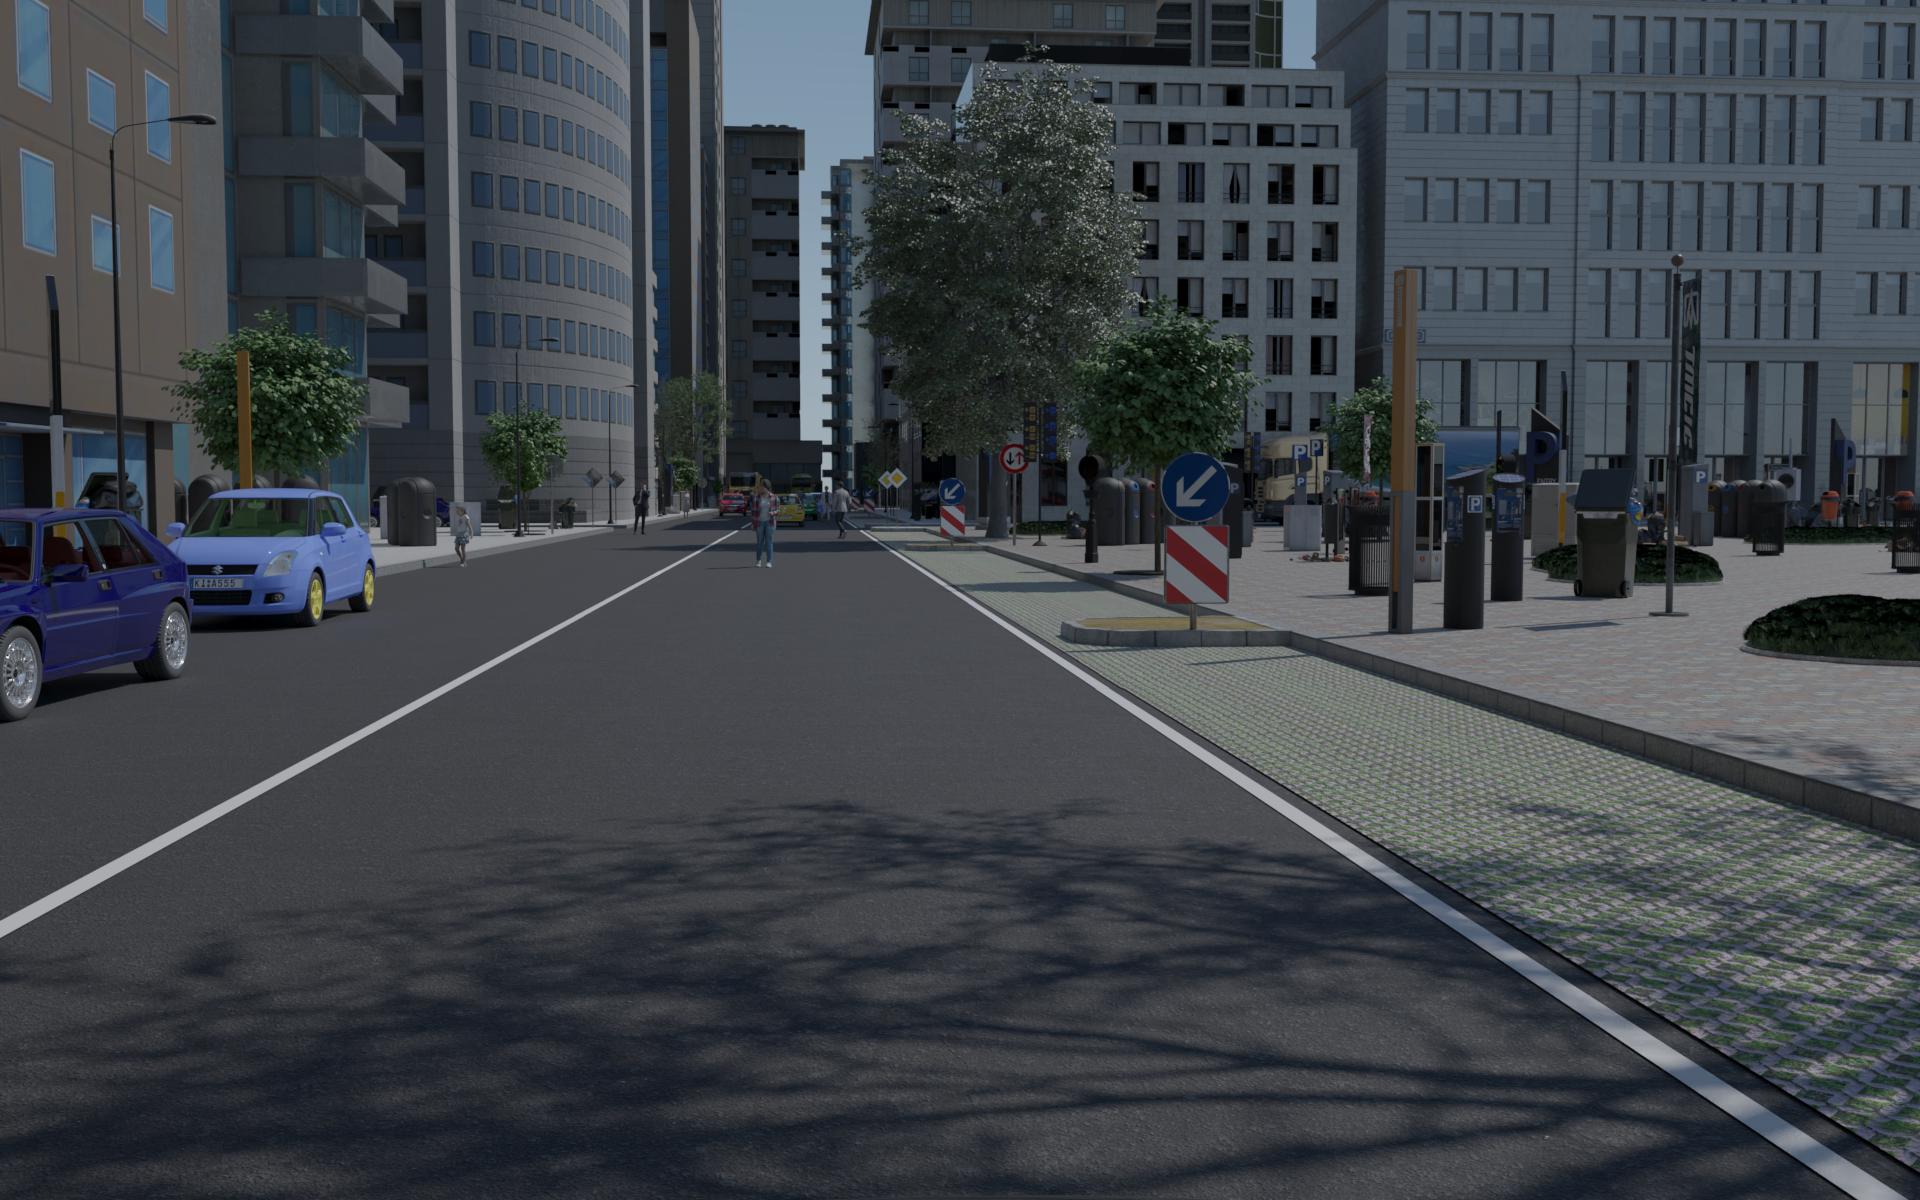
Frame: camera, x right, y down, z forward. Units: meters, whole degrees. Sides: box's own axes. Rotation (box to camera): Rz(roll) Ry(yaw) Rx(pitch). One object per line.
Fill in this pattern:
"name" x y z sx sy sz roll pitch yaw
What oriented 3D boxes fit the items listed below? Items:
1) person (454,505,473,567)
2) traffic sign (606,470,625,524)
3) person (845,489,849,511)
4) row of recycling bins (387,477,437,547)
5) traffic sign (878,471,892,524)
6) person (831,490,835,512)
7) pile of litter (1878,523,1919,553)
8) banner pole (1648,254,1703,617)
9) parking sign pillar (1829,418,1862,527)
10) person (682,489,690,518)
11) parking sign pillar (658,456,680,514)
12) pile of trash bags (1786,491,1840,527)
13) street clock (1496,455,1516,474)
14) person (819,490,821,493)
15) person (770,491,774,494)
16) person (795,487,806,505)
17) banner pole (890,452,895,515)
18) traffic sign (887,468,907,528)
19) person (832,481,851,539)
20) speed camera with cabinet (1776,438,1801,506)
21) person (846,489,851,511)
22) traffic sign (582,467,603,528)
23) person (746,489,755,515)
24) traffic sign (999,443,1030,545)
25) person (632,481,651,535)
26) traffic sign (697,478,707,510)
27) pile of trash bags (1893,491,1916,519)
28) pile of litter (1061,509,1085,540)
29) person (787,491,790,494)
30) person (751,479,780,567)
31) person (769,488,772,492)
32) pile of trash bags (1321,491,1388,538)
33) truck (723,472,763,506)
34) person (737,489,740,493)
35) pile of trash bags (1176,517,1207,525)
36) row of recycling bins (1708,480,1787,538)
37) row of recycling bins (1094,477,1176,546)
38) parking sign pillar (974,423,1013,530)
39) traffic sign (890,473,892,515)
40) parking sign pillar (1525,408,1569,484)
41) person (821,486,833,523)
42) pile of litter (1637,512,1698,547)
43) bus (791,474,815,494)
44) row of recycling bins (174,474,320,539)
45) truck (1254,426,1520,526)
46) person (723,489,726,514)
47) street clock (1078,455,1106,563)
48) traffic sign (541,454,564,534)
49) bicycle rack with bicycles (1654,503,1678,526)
"person" -9.730 -1.259 34.100 0.505 1.210 0.382 2 4 33
"traffic sign" -14.573 -4.262 73.319 0.795 2.450 0.064 0 4 -5
"person" -9.089 -7.884 137.505 0.767 1.812 0.694 -1 4 -10
"row of recycling bins" -13.916 -2.241 43.750 1.069 1.692 3.534 -2 4 -24
"traffic sign" -3.122 -4.323 74.319 0.795 2.450 0.064 0 4 -5
"person" -10.168 -7.948 138.722 0.678 1.792 0.850 -2 4 -33
"pile of litter" 21.158 -1.501 38.506 1.719 0.858 1.176 -1 4 -9
"banner pole" 7.486 -1.709 17.955 0.401 3.779 0.863 0 4 1
"parking sign pillar" 31.593 -4.497 61.994 1.447 3.967 1.447 -3 5 -42
"person" -16.099 -5.677 101.895 0.480 1.755 0.524 -2 4 -29
"parking sign pillar" -18.811 -7.544 111.814 1.447 3.967 1.447 0 4 -2
"pile of trash bags" 27.735 -2.872 56.705 1.912 1.369 3.447 0 4 -3
"street clock" 10.020 -1.667 31.828 0.358 2.002 0.471 0 4 0
"person" -15.710 -11.387 194.545 0.709 1.838 0.599 1 4 10
"person" -10.540 -5.326 97.398 0.330 1.601 0.589 0 4 0
"person" -8.198 -4.898 88.765 0.592 1.802 0.473 3 4 36
"banner pole" -4.041 -6.946 103.580 0.401 3.779 0.863 1 4 15
"traffic sign" -2.411 -3.836 66.366 0.795 2.450 0.064 0 4 -5
"person" -3.784 -2.893 55.641 0.661 1.843 0.795 -3 5 -39
"speed camera with cabinet" 28.707 -4.111 61.554 2.038 3.252 0.660 3 5 41
"person" -8.355 -7.327 128.577 0.850 1.792 0.678 -2 4 -34
"traffic sign" -13.861 -3.775 65.366 0.795 2.450 0.064 0 4 -5
"person" -14.448 -6.808 120.158 0.721 1.781 0.623 0 4 7
"traffic sign" 1.361 -2.636 43.208 0.768 2.556 0.104 0 4 -3
"person" -11.301 -3.281 61.502 0.648 1.900 0.474 -1 4 -16
"traffic sign" -20.334 -8.353 136.682 0.768 2.556 0.104 0 4 -4
"pile of trash bags" 53.024 -5.419 98.361 1.912 1.369 3.447 1 4 13
"pile of litter" 3.474 -2.173 49.499 1.176 0.858 1.719 0 4 3
"person" -17.800 -10.366 178.509 0.721 1.766 1.217 -2 4 -27
"person" -3.810 -1.505 33.948 0.563 1.720 0.643 0 4 0
"person" -12.082 -6.217 110.023 0.818 1.842 0.514 -1 4 -18
"pile of trash bags" 12.131 -2.616 52.518 1.912 1.369 3.447 2 4 25
"truck" -19.270 -9.765 155.583 3.469 3.379 9.791 0 4 -4
"person" -17.332 -7.750 135.308 0.391 1.810 0.635 -1 4 -19
"pile of trash bags" 5.962 -2.481 50.309 3.447 1.369 1.912 0 4 -3
"row of recycling bins" 23.133 -2.690 51.100 1.069 1.692 3.534 0 4 -8
"row of recycling bins" 4.413 -2.272 44.263 1.069 1.692 3.534 2 4 35
"parking sign pillar" 1.242 -4.515 62.285 1.447 3.967 1.447 3 5 42
"traffic sign" -4.214 -6.450 105.559 0.768 2.556 0.104 0 4 -5
"parking sign pillar" 18.125 -3.979 53.536 1.447 3.967 1.447 -2 4 -35
"person" -6.597 -4.704 85.297 0.514 1.842 0.818 -2 4 -31
"pile of litter" 16.894 -1.685 41.520 1.719 0.858 1.176 0 4 -2
"bus" -19.137 -13.386 210.404 2.896 3.916 12.252 0 4 -4
"row of recycling bins" -15.104 -1.769 36.039 3.534 1.692 1.069 0 4 -5
"truck" 17.393 -5.099 72.289 11.283 4.237 2.839 0 4 -4
"person" -16.684 -6.912 122.081 0.524 1.755 0.480 0 4 -2
"street clock" 2.449 -1.690 32.199 0.471 2.002 0.358 3 4 37
"traffic sign" -13.105 -3.395 55.611 0.768 2.556 0.104 0 4 -3
"bicycle rack with bicycles" 27.967 -3.209 65.857 2.852 0.926 2.925 0 4 2
